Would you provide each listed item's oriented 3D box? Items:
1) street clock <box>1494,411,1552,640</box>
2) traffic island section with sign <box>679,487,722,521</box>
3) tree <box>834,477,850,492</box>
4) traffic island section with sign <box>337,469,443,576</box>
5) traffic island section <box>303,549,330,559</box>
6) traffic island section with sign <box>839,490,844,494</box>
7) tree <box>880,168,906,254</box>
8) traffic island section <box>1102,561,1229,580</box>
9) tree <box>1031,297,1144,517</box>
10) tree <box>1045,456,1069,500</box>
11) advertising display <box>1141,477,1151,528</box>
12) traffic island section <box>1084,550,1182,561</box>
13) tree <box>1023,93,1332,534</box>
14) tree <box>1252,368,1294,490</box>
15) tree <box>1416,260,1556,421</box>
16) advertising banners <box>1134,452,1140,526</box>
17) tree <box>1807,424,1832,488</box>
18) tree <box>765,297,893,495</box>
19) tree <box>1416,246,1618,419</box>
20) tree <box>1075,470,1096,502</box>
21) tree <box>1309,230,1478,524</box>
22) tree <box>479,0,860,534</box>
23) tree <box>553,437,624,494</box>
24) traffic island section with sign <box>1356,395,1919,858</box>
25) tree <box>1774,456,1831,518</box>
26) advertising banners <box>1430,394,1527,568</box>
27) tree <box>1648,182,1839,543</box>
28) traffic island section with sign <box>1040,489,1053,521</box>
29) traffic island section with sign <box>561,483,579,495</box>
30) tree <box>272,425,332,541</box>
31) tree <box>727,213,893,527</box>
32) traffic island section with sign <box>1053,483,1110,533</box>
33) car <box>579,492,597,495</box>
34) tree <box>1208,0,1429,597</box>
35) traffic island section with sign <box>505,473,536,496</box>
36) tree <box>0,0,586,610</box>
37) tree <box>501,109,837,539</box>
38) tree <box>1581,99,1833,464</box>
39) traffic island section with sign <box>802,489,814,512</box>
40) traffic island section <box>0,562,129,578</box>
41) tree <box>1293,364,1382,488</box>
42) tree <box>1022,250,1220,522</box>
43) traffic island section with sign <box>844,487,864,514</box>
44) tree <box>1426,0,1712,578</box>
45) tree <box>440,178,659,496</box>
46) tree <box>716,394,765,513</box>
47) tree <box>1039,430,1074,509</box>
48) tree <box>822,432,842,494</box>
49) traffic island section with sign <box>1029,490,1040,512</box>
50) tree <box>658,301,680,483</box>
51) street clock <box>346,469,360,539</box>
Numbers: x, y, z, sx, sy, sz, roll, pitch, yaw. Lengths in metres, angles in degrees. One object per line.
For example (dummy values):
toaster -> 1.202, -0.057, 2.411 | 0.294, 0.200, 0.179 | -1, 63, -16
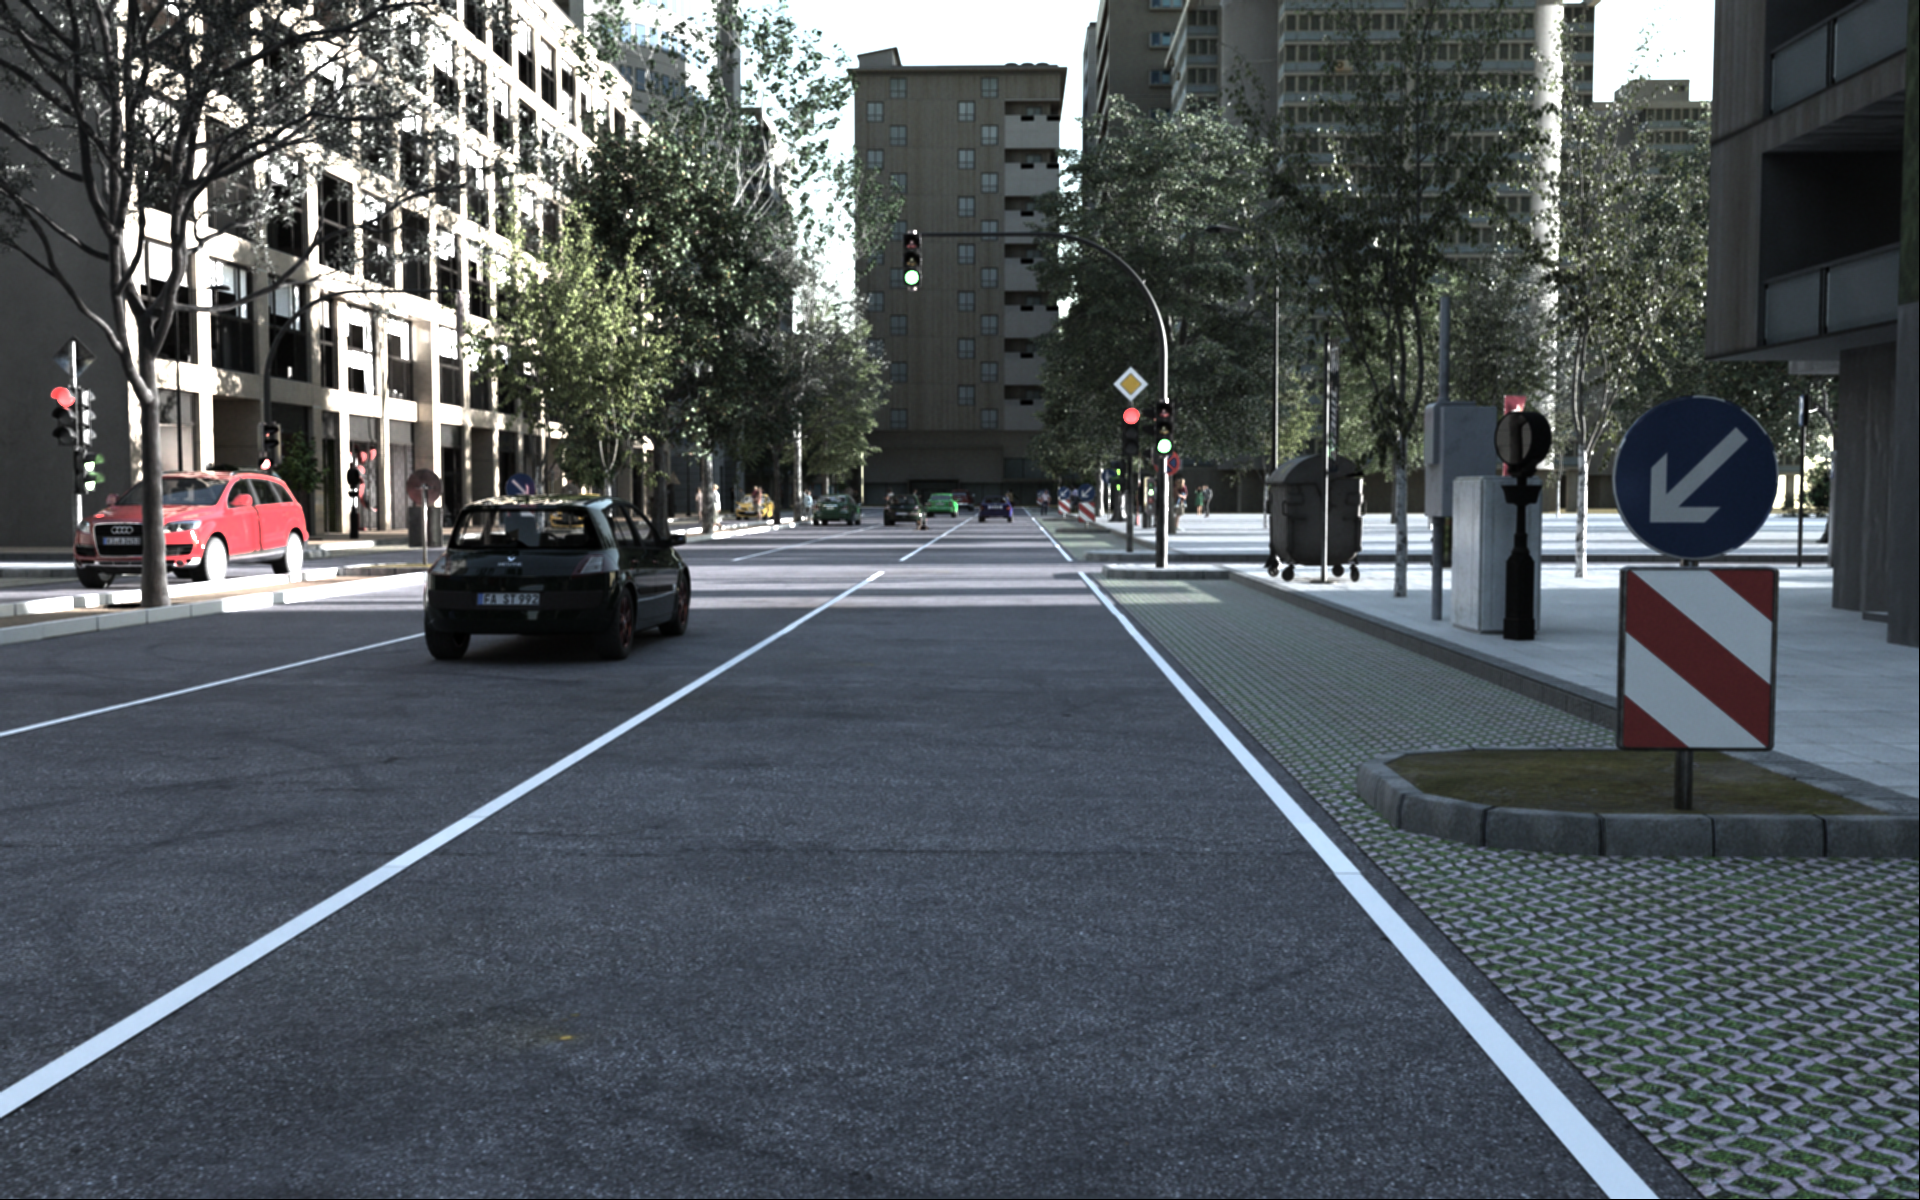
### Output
street clock -> 4.933, -0.652, 15.229 | 0.358, 2.002, 0.471 | -2, 4, -24
traffic island section with sign -> -13.596, -5.041, 91.052 | 1.989, 1.847, 2.006 | 0, 4, 2
tree -> -12.842, -12.032, 191.318 | 1.663, 3.219, 1.824 | 0, 3, 0
traffic island section with sign -> -9.754, -1.392, 30.891 | 2.006, 1.907, 1.989 | 0, 4, 2
traffic island section -> -15.465, -1.011, 38.814 | 2.009, 0.180, 2.903 | 0, 4, 2
traffic island section with sign -> -11.343, -9.715, 167.463 | 1.989, 1.847, 2.006 | 0, 4, 2
tree -> -9.364, -14.023, 87.624 | 12.611, 20.169, 13.585 | 0, 3, 0
traffic island section -> 3.532, -0.488, 30.261 | 2.009, 0.180, 2.903 | 0, 4, 2
tree -> 7.507, -10.984, 97.716 | 7.486, 12.596, 7.792 | 0, 3, 0
tree -> 10.077, -13.648, 173.505 | 4.360, 8.622, 3.978 | 0, 3, 0
advertising display -> 7.006, -3.651, 64.910 | 0.123, 1.923, 0.974 | 2, 4, 25
traffic island section -> 3.768, -0.976, 38.242 | 2.009, 0.180, 2.903 | 0, 4, 2
tree -> 6.769, -9.110, 55.600 | 9.857, 13.997, 8.962 | 0, 3, 0
tree -> 19.300, -9.342, 103.109 | 4.737, 8.622, 4.395 | 0, 3, 0
tree -> 16.828, -6.427, 55.436 | 4.737, 8.622, 4.395 | 0, 3, 0
advertising banners -> 7.258, -4.565, 70.826 | 0.090, 3.025, 2.074 | 1, 4, 11
tree -> 33.241, -7.041, 65.482 | 4.737, 8.622, 4.395 | 0, 3, 0
tree -> -7.770, -10.914, 99.031 | 7.486, 12.596, 7.792 | 0, 3, 0
tree -> 27.299, -10.724, 85.706 | 12.009, 13.543, 11.850 | 0, 3, 0
tree -> 8.889, -7.536, 117.807 | 1.663, 3.219, 1.824 | 0, 3, 0
tree -> 18.564, -9.546, 74.206 | 7.486, 12.596, 7.792 | 0, 3, 0
tree -> -10.269, -12.490, 62.555 | 12.611, 20.169, 13.585 | 0, 3, 0
tree -> -16.448, -5.722, 77.272 | 4.285, 4.588, 4.351 | 0, 3, 0
traffic island section with sign -> 2.868, 0.055, 7.734 | 1.989, 1.847, 2.006 | 0, 4, 2
tree -> 51.807, -11.430, 88.697 | 18.604, 14.587, 13.155 | 2, 4, 29
advertising banners -> 9.088, -2.085, 30.270 | 2.074, 3.025, 0.090 | -2, 4, -25
tree -> 23.049, -7.839, 45.171 | 9.611, 12.733, 9.660 | 0, 3, 0
traffic island section with sign -> 5.342, -5.038, 91.005 | 1.989, 1.847, 2.006 | 0, 4, 2
traffic island section with sign -> -14.404, -3.362, 63.602 | 1.989, 1.847, 2.006 | 0, 4, 2
tree -> -18.172, -3.270, 48.072 | 1.663, 3.219, 1.824 | 0, 3, 0
tree -> -7.994, -9.943, 75.395 | 12.009, 13.543, 11.850 | 0, 3, 0
traffic island section with sign -> 4.541, -3.390, 64.062 | 1.989, 1.847, 2.006 | 0, 4, 2
car -> -14.553, -3.452, 66.670 | 2.015, 1.641, 3.980 | 0, 4, 1
tree -> 5.273, -4.347, 21.428 | 4.360, 8.622, 3.978 | 0, 3, 0
traffic island section with sign -> -9.526, -1.845, 38.295 | 2.006, 1.907, 1.989 | 0, 4, 2
tree -> -10.103, -6.632, 21.259 | 12.009, 13.543, 11.850 | 0, 3, 0
tree -> -8.971, -8.079, 51.550 | 9.611, 12.733, 9.660 | 0, 3, 0
tree -> 25.592, -9.188, 56.875 | 9.857, 13.997, 8.962 | 0, 3, 0
traffic island section with sign -> -12.126, -8.067, 140.519 | 1.989, 1.847, 2.006 | 0, 4, 2
traffic island section -> -15.701, -0.523, 30.832 | 2.009, 0.180, 2.903 | 0, 4, 2
tree -> 21.845, -8.937, 96.488 | 4.737, 8.622, 4.395 | 0, 3, 0
tree -> 7.476, -9.945, 79.615 | 9.611, 12.733, 9.660 | 0, 3, 0
traffic island section with sign -> -7.314, -6.438, 113.401 | 2.006, 1.907, 1.989 | 0, 4, 2
tree -> 9.755, -4.642, 26.265 | 4.360, 8.622, 3.978 | 0, 3, 0
tree -> -9.619, -5.298, 39.447 | 4.737, 8.622, 4.395 | 0, 3, 0
tree -> -15.287, -10.327, 119.216 | 4.737, 8.622, 4.395 | 0, 3, 0
tree -> 10.279, -14.321, 184.515 | 4.737, 8.622, 4.395 | 0, 3, 0
tree -> -13.594, -14.144, 181.619 | 4.737, 8.622, 4.395 | 0, 3, 0
traffic island section with sign -> 6.783, -8.032, 139.952 | 1.989, 1.847, 2.006 | 0, 4, 2
tree -> -9.060, -5.602, 44.413 | 4.737, 8.622, 4.395 | 0, 3, 0
street clock -> -17.431, -2.765, 49.784 | 0.358, 2.002, 0.471 | 0, 4, 1
